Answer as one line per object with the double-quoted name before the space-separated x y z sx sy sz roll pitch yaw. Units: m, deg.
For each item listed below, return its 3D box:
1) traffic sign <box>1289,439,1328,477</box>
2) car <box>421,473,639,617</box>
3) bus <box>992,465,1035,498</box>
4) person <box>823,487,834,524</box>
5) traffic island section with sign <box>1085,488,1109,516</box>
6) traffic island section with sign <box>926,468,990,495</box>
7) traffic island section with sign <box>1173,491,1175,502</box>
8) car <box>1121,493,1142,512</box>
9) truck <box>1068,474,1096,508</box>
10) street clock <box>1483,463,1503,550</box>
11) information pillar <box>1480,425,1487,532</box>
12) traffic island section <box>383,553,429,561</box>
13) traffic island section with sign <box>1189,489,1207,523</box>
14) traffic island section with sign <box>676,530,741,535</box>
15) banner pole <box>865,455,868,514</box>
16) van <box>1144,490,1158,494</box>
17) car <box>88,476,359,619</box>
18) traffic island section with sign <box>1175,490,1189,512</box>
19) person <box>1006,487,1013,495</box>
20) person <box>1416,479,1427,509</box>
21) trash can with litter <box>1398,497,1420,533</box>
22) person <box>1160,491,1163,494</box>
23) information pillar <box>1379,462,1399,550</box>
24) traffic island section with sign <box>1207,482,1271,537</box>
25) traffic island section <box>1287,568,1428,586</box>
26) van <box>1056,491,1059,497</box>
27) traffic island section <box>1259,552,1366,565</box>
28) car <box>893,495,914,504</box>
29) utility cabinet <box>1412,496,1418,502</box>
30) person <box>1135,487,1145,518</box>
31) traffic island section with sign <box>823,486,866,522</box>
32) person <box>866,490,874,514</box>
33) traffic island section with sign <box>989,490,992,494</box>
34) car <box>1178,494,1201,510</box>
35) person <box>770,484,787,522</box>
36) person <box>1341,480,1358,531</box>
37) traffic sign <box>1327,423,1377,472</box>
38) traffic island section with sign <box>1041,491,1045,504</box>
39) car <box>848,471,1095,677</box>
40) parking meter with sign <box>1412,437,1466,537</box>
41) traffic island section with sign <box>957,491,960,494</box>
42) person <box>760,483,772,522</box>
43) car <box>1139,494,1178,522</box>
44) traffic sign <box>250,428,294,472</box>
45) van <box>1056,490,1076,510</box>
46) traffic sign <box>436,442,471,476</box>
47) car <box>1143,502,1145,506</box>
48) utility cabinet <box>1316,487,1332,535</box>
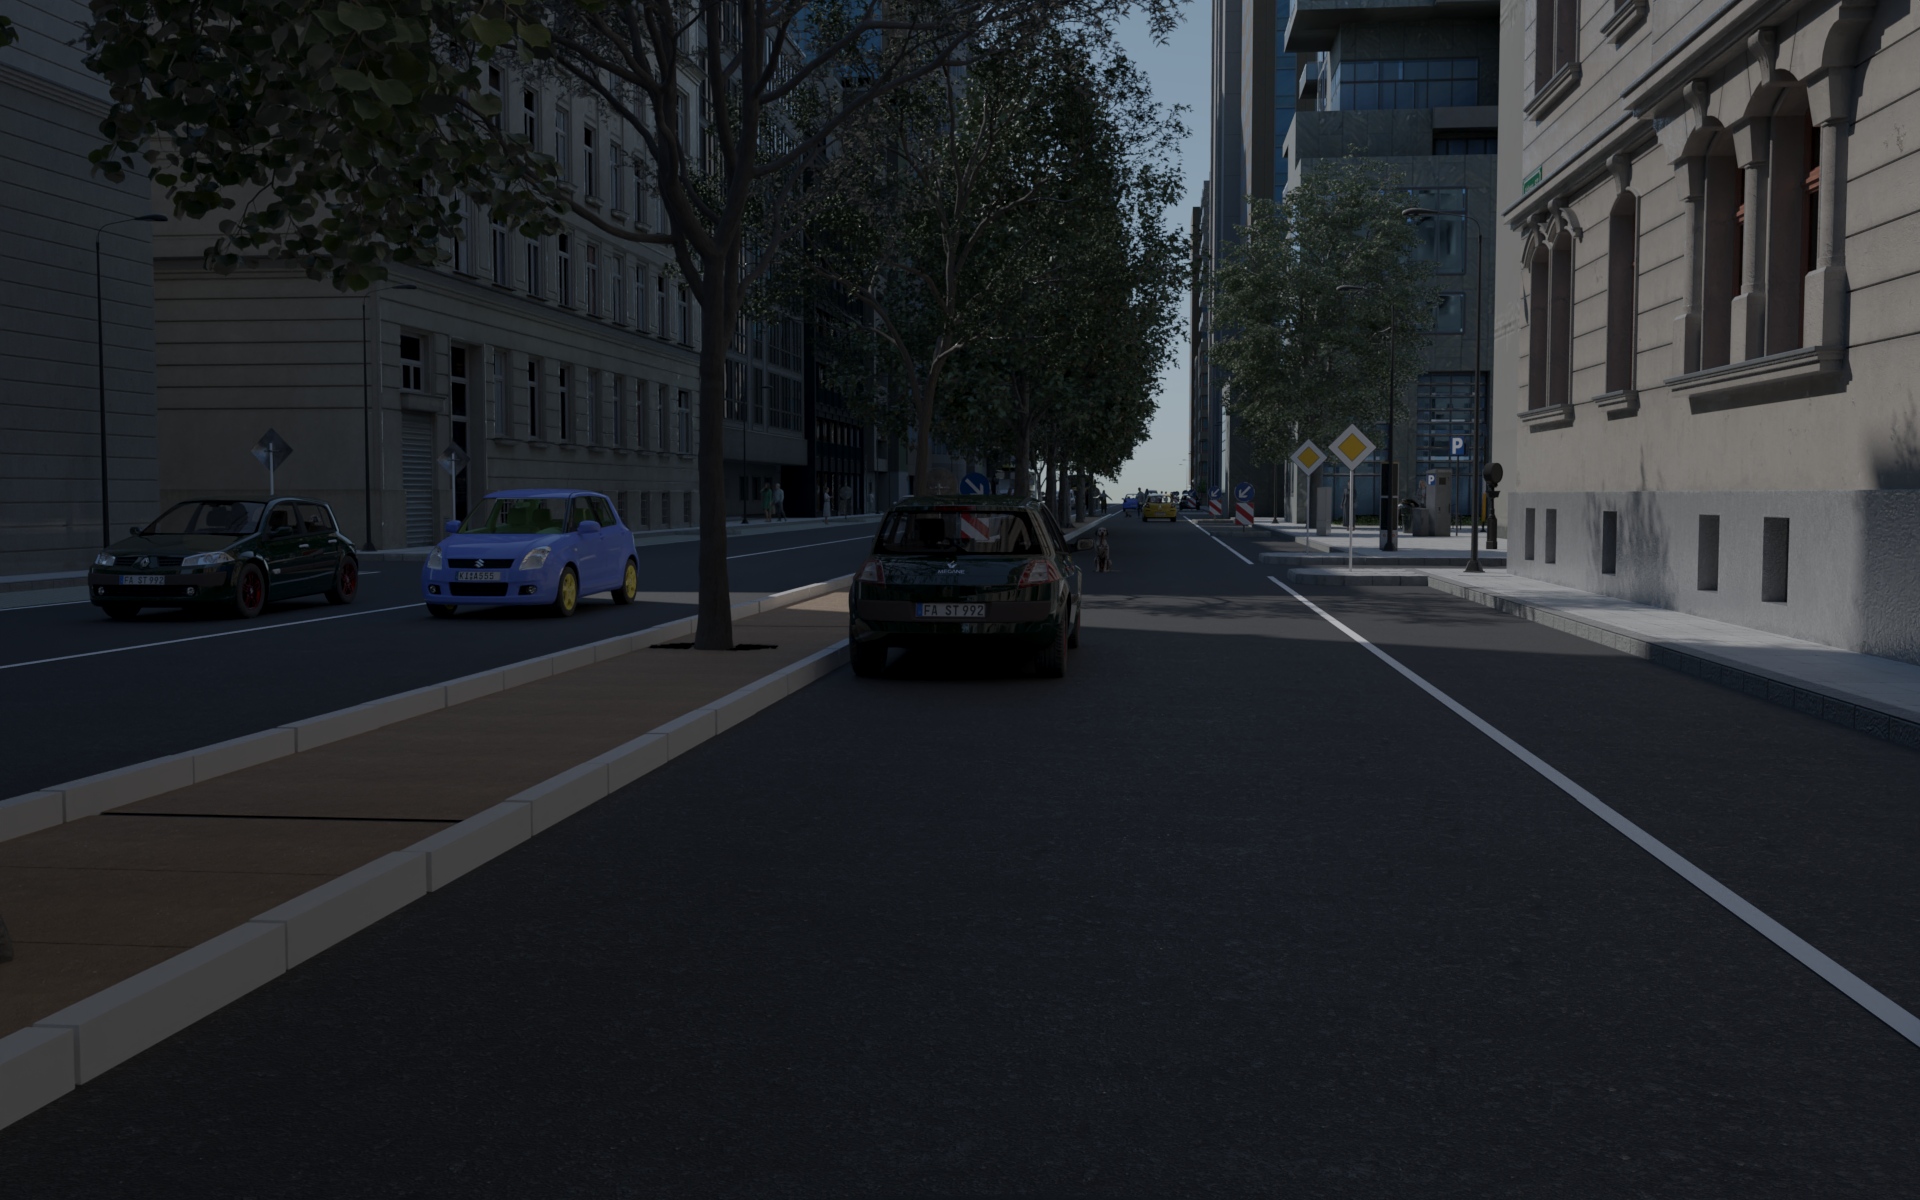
"traffic sign" 7.333 -2.092 36.392 0.795 2.593 0.064 0 4 6
"car" -5.244 -0.719 21.354 1.945 1.707 3.694 0 4 7
"bus" 4.625 -9.356 144.518 2.896 3.916 12.252 0 4 6
"person" -6.157 -4.410 81.177 0.524 1.755 0.480 0 4 3
"traffic island section with sign" 8.668 -6.327 111.585 2.006 1.907 1.989 0 4 6
"traffic island section with sign" -0.441 -1.309 29.542 2.006 1.907 1.989 0 4 6
"traffic island section with sign" 21.062 -9.426 162.746 1.989 1.847 2.006 0 4 6
"car" 14.249 -8.132 142.547 1.945 1.707 3.694 0 4 6
"truck" 12.005 -10.846 173.256 3.469 3.379 9.791 0 4 6
"street clock" 12.327 -2.173 40.095 0.471 2.002 0.358 -3 4 -38
"information pillar" 17.637 -4.093 58.272 0.183 3.616 0.504 1 4 12
"traffic island section" -11.269 -0.994 38.538 2.009 0.180 2.903 0 4 6
"traffic island section with sign" 12.545 -4.736 86.060 1.989 1.847 2.006 0 4 6
"traffic island section with sign" -8.786 -3.199 60.938 1.989 1.847 2.006 0 4 6
"banner pole" -6.061 -7.445 111.739 0.401 3.779 0.863 -1 4 -8
"van" 19.535 -10.399 177.038 2.013 2.044 4.112 0 4 7
"car" -8.902 -0.699 21.222 2.009 1.686 4.222 0 4 5
"traffic island section with sign" 18.053 -7.776 135.771 1.989 1.847 2.006 0 4 6
"person" 2.984 -5.737 102.316 0.555 1.821 0.388 1 4 10
"person" 16.173 -3.316 60.439 0.537 1.800 0.526 2 4 25
"trash can with litter" 14.793 -2.756 56.447 1.055 1.170 0.624 -3 4 -36
"person" 18.030 -8.902 154.978 0.436 1.711 0.756 2 4 31
"information pillar" 9.817 -2.149 39.622 0.304 2.012 0.304 -2 4 -34
"traffic island section with sign" 9.523 -3.074 58.884 1.989 1.847 2.006 0 4 6
"traffic island section" 6.476 -0.383 28.536 2.009 0.180 2.903 0 4 6
"van" 11.337 -12.036 203.798 2.013 2.044 4.112 0 4 6
"traffic island section" 7.357 -0.868 36.472 2.009 0.180 2.903 0 4 6
"car" -2.470 -4.900 92.484 2.083 1.381 4.827 0 4 5
"utility cabinet" 17.344 -3.284 64.858 0.306 1.237 1.020 -2 4 -24
"person" 10.894 -5.851 104.010 0.795 1.843 0.661 -2 4 -33
"traffic island section with sign" -5.809 -4.838 87.729 1.989 1.847 2.006 0 4 6
"person" -5.652 -6.172 109.547 0.503 1.515 0.523 1 4 14
"traffic island section with sign" 2.751 -9.547 164.725 1.989 1.847 2.006 0 4 6
"car" 19.464 -8.383 146.852 2.009 1.686 4.222 0 4 6
"person" -8.477 -4.530 80.599 0.782 1.767 0.515 3 4 36
"person" 13.583 -3.300 60.415 0.576 1.772 0.534 1 4 13
"traffic sign" 6.452 -1.606 28.456 0.795 2.593 0.064 0 4 6
"traffic island section with sign" 11.852 -14.569 246.825 1.989 1.847 2.006 0 4 6
"car" 0.145 -0.320 15.020 2.009 1.686 4.222 0 4 6
"parking meter with sign" 14.465 -3.433 52.395 1.738 3.016 0.543 -2 4 -31
"traffic island section with sign" -0.240 -7.901 137.801 1.989 1.847 2.006 0 4 6
"person" -8.712 -4.420 78.564 0.600 1.795 0.529 3 5 40
"car" 10.360 -4.889 90.160 2.015 1.641 3.980 0 4 5
"traffic sign" -12.126 -1.733 30.531 0.795 2.593 0.064 0 4 6
"van" 9.712 -9.283 158.795 2.013 2.044 4.112 0 4 6
"traffic sign" -11.245 -2.219 38.468 0.795 2.593 0.064 0 4 6
"car" 17.258 -9.461 163.490 1.959 1.807 4.718 0 4 6
"utility cabinet" 11.228 -2.739 53.463 0.318 1.500 1.173 1 4 19
